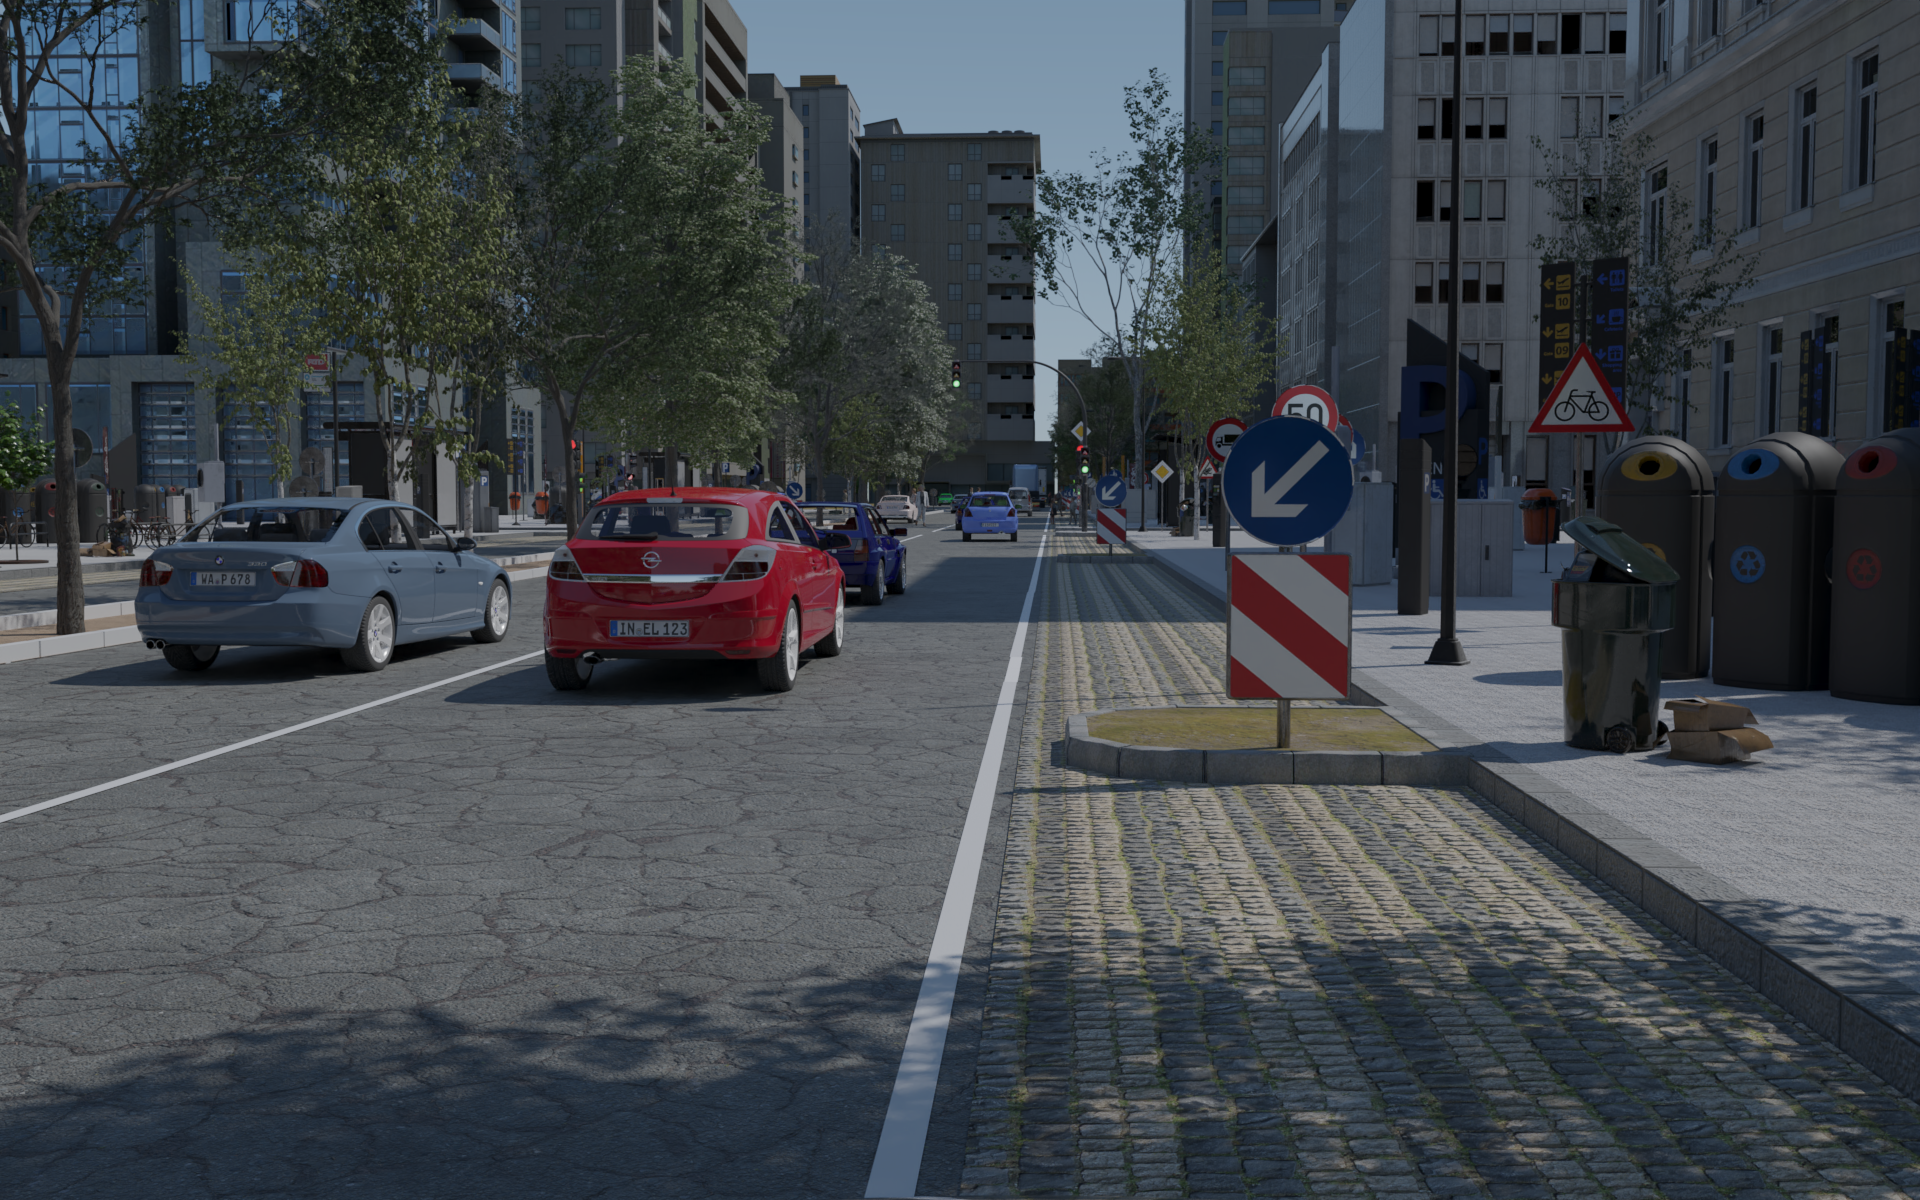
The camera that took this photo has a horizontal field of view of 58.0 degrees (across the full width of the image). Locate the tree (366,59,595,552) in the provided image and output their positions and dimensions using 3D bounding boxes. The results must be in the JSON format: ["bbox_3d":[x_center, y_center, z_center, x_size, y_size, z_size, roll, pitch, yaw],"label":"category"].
[{"bbox_3d":[-8.367,-4.690,29.504,4.360,8.622,3.978,0,3,0],"label":"tree"}]

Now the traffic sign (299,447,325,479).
[{"bbox_3d":[-17.493,-2.854,46.762,0.768,2.556,0.104,1,4,10],"label":"traffic sign"}]

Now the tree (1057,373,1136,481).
[{"bbox_3d":[12.739,-14.934,162.294,7.486,12.596,7.792,0,3,0],"label":"tree"}]

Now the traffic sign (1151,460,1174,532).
[{"bbox_3d":[6.890,-3.537,59.023,0.795,2.450,0.064,0,4,6],"label":"traffic sign"}]

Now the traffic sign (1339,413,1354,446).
[{"bbox_3d":[5.638,-1.620,26.594,0.768,2.556,0.104,1,4,12],"label":"traffic sign"}]

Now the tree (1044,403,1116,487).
[{"bbox_3d":[15.518,-19.088,218.739,9.857,13.997,8.962,0,3,0],"label":"tree"}]

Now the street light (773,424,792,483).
[{"bbox_3d":[-11.746,-8.647,113.926,1.470,5.913,1.316,0,4,3],"label":"street light"}]

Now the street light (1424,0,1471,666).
[{"bbox_3d":[3.146,-2.472,12.954,1.470,5.913,1.316,0,4,3],"label":"street light"}]

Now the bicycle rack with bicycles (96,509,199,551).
[{"bbox_3d":[-18.514,-1.616,39.796,2.852,0.926,2.925,2,4,27],"label":"bicycle rack with bicycles"}]

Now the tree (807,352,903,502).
[{"bbox_3d":[-5.205,-7.884,81.715,4.737,8.622,4.395,0,3,0],"label":"tree"}]

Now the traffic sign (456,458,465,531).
[{"bbox_3d":[-17.495,-3.682,60.309,0.768,2.556,0.104,0,4,4],"label":"traffic sign"}]

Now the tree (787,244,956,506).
[{"bbox_3d":[-5.027,-10.998,88.936,9.857,13.997,8.962,0,3,0],"label":"tree"}]

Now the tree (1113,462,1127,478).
[{"bbox_3d":[9.536,-6.716,104.400,1.663,3.219,1.824,0,3,0],"label":"tree"}]

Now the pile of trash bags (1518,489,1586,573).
[{"bbox_3d":[10.855,-1.152,28.593,3.447,1.369,1.912,-1,4,-11],"label":"pile of trash bags"}]

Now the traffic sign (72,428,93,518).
[{"bbox_3d":[-17.063,-2.035,33.381,0.768,2.556,0.104,1,4,10],"label":"traffic sign"}]

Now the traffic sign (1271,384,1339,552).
[{"bbox_3d":[4.012,-1.229,20.204,0.768,2.556,0.104,1,4,10],"label":"traffic sign"}]

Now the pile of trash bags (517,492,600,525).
[{"bbox_3d":[-16.737,-3.896,73.455,1.912,1.369,3.447,2,4,28],"label":"pile of trash bags"}]

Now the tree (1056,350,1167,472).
[{"bbox_3d":[9.859,-10.855,111.896,7.601,10.594,8.767,-1,4,-9],"label":"tree"}]

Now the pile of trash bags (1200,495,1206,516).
[{"bbox_3d":[14.562,-5.578,100.958,3.447,1.369,1.912,-2,4,-27],"label":"pile of trash bags"}]

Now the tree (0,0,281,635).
[{"bbox_3d":[-8.990,-4.939,17.625,8.767,10.594,7.601,0,4,3],"label":"tree"}]

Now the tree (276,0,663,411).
[{"bbox_3d":[-7.872,-6.032,35.496,8.767,10.594,7.601,0,4,3],"label":"tree"}]

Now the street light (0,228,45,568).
[{"bbox_3d":[-16.340,-3.510,29.926,1.470,5.913,1.316,0,4,3],"label":"street light"}]

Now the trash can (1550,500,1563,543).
[{"bbox_3d":[15.341,-2.051,45.188,0.748,1.137,0.748,0,3,0],"label":"trash can"}]

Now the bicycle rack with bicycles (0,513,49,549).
[{"bbox_3d":[-23.058,-1.679,40.826,2.852,0.926,2.925,0,4,-1],"label":"bicycle rack with bicycles"}]

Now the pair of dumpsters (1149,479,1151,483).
[{"bbox_3d":[11.691,-6.184,103.602,1.574,2.255,4.437,0,4,3],"label":"pair of dumpsters"}]

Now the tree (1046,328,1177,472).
[{"bbox_3d":[10.977,-13.304,127.884,12.009,13.543,11.850,0,3,0],"label":"tree"}]

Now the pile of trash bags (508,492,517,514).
[{"bbox_3d":[-21.361,-4.796,88.174,3.447,1.369,1.912,1,4,12],"label":"pile of trash bags"}]

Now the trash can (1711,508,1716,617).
[{"bbox_3d":[7.822,-0.408,18.321,0.748,1.137,0.748,0,3,0],"label":"trash can"}]

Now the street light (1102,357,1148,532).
[{"bbox_3d":[5.663,-5.265,58.625,1.470,5.913,1.316,0,4,3],"label":"street light"}]

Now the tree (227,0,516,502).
[{"bbox_3d":[-7.900,-4.347,23.892,4.737,8.622,4.395,0,3,0],"label":"tree"}]

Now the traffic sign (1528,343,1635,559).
[{"bbox_3d":[5.360,-0.917,14.994,0.884,2.594,0.081,1,4,9],"label":"traffic sign"}]

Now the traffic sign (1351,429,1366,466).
[{"bbox_3d":[7.336,-2.015,33.059,0.768,2.556,0.104,1,4,11],"label":"traffic sign"}]

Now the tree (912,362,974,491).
[{"bbox_3d":[-2.751,-12.283,129.042,9.928,11.665,9.643,0,3,0],"label":"tree"}]

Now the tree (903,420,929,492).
[{"bbox_3d":[-3.758,-9.445,107.249,4.737,8.622,4.395,0,3,0],"label":"tree"}]

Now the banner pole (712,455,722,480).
[{"bbox_3d":[-15.677,-7.474,112.216,0.863,3.779,0.401,-2,4,-26],"label":"banner pole"}]

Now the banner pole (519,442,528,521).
[{"bbox_3d":[-21.013,-5.716,83.480,0.401,3.779,0.863,0,4,-2],"label":"banner pole"}]

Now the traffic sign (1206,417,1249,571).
[{"bbox_3d":[4.470,-1.758,28.857,0.768,2.556,0.104,0,4,5],"label":"traffic sign"}]

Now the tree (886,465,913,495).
[{"bbox_3d":[-9.530,-13.866,161.125,7.601,10.594,8.767,-2,4,-27],"label":"tree"}]

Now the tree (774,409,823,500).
[{"bbox_3d":[-12.112,-10.968,129.694,4.360,8.622,3.978,0,3,0],"label":"tree"}]

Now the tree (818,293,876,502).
[{"bbox_3d":[-7.267,-7.079,52.612,8.767,10.594,7.601,0,4,3],"label":"tree"}]

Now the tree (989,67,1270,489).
[{"bbox_3d":[7.692,-13.695,79.803,12.611,20.169,13.585,0,3,0],"label":"tree"}]

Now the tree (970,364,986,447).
[{"bbox_3d":[-3.306,-12.476,116.807,12.009,13.543,11.850,0,3,0],"label":"tree"}]

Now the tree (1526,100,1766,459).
[{"bbox_3d":[12.504,-5.036,32.698,4.360,8.622,3.978,0,3,0],"label":"tree"}]

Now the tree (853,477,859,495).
[{"bbox_3d":[-10.293,-10.979,174.109,1.663,3.219,1.824,0,3,0],"label":"tree"}]

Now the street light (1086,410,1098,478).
[{"bbox_3d":[7.616,-7.531,95.666,1.470,5.913,1.316,0,4,3],"label":"street light"}]

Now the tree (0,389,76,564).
[{"bbox_3d":[-17.576,-2.287,32.000,1.663,3.219,1.824,0,3,0],"label":"tree"}]

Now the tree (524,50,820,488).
[{"bbox_3d":[-7.555,-7.605,44.927,7.486,12.596,7.792,0,3,0],"label":"tree"}]

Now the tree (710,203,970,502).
[{"bbox_3d":[-5.925,-9.792,72.932,12.009,13.543,11.850,0,3,0],"label":"tree"}]

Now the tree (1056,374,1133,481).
[{"bbox_3d":[12.076,-13.639,148.754,9.928,11.665,9.643,0,3,0],"label":"tree"}]

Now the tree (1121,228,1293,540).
[{"bbox_3d":[6.725,-5.970,47.975,4.737,8.622,4.395,0,3,0],"label":"tree"}]

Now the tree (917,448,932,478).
[{"bbox_3d":[-7.522,-17.307,217.375,8.767,10.594,7.601,-2,4,-25],"label":"tree"}]

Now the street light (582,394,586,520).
[{"bbox_3d":[-14.257,-5.840,68.024,1.470,5.913,1.316,0,4,3],"label":"street light"}]

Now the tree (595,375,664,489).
[{"bbox_3d":[-14.785,-7.742,76.941,4.737,8.622,4.395,0,3,0],"label":"tree"}]
